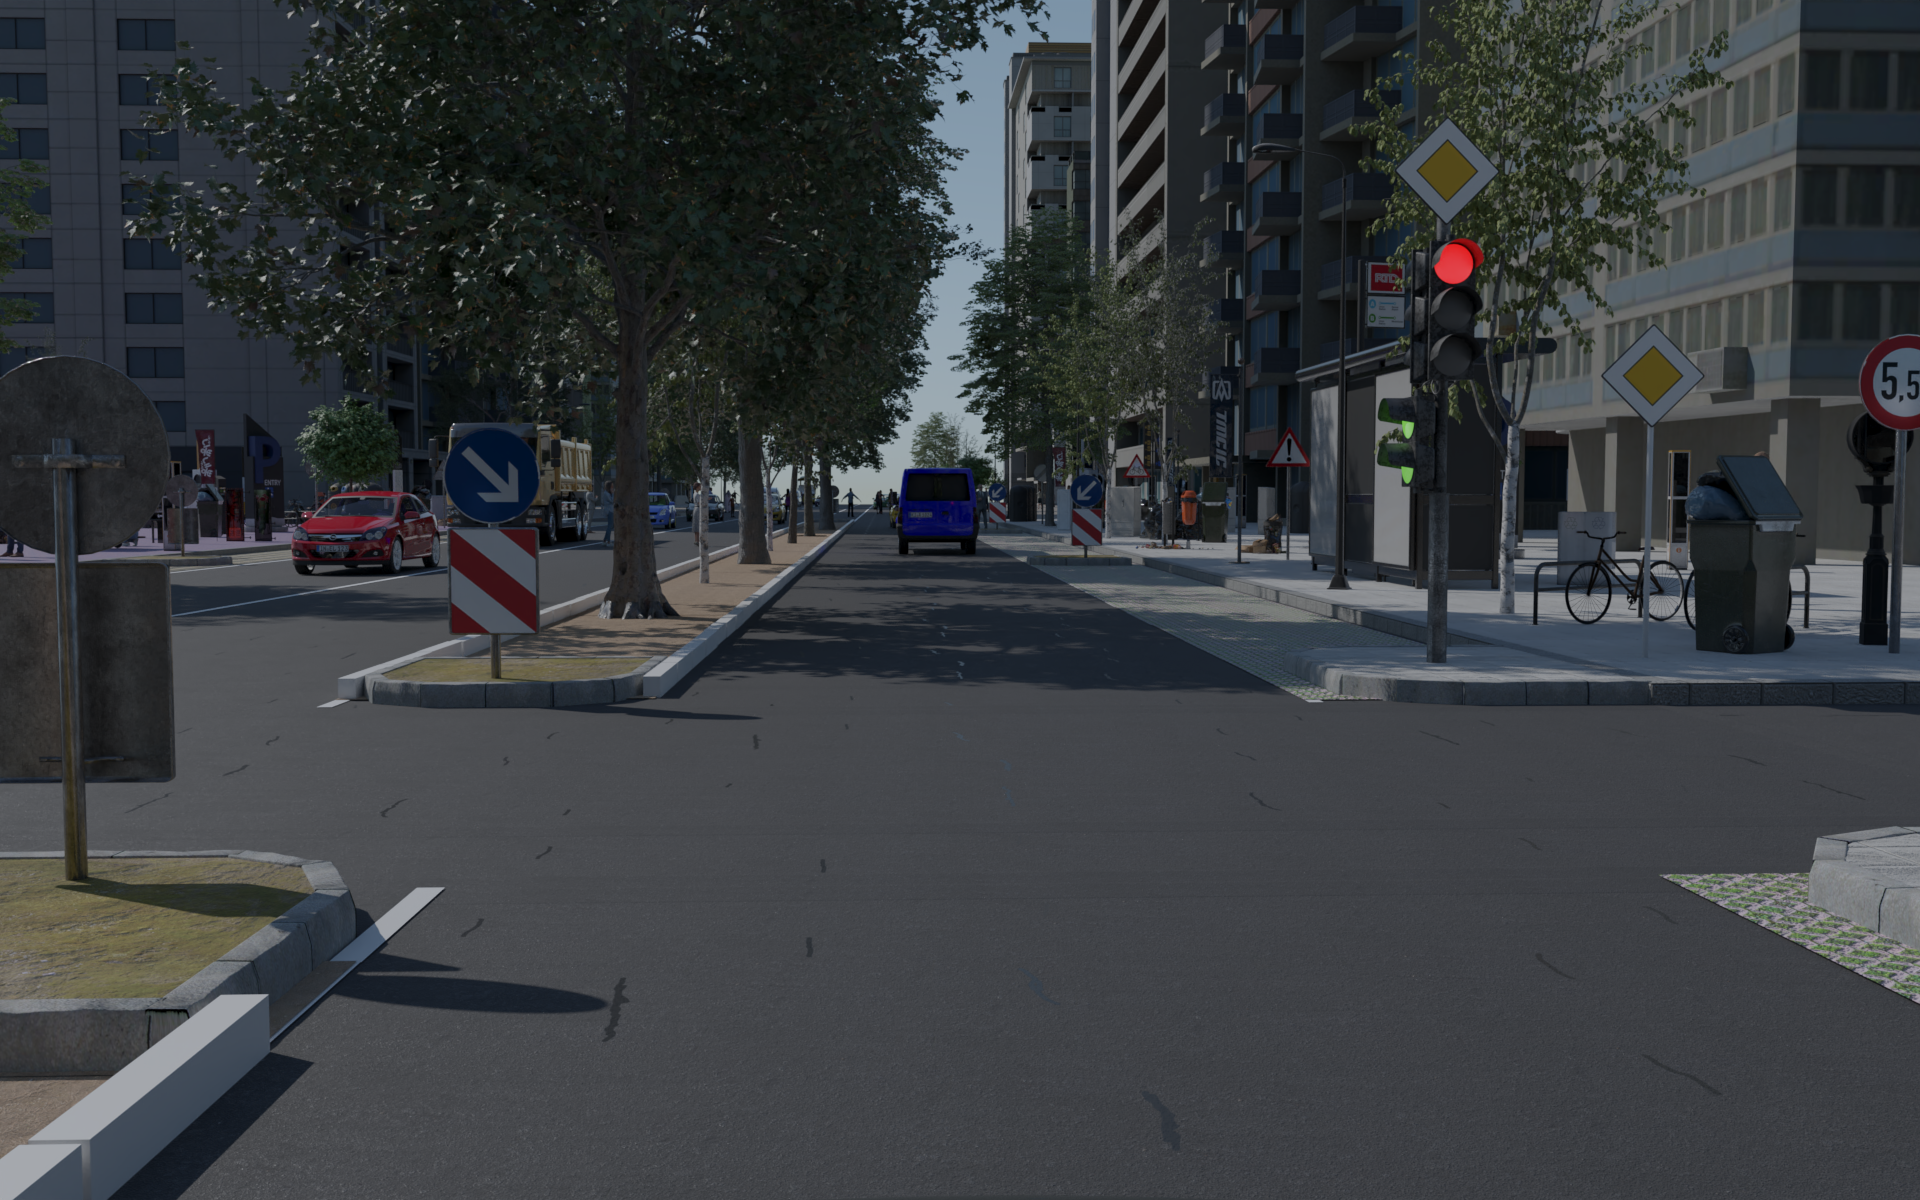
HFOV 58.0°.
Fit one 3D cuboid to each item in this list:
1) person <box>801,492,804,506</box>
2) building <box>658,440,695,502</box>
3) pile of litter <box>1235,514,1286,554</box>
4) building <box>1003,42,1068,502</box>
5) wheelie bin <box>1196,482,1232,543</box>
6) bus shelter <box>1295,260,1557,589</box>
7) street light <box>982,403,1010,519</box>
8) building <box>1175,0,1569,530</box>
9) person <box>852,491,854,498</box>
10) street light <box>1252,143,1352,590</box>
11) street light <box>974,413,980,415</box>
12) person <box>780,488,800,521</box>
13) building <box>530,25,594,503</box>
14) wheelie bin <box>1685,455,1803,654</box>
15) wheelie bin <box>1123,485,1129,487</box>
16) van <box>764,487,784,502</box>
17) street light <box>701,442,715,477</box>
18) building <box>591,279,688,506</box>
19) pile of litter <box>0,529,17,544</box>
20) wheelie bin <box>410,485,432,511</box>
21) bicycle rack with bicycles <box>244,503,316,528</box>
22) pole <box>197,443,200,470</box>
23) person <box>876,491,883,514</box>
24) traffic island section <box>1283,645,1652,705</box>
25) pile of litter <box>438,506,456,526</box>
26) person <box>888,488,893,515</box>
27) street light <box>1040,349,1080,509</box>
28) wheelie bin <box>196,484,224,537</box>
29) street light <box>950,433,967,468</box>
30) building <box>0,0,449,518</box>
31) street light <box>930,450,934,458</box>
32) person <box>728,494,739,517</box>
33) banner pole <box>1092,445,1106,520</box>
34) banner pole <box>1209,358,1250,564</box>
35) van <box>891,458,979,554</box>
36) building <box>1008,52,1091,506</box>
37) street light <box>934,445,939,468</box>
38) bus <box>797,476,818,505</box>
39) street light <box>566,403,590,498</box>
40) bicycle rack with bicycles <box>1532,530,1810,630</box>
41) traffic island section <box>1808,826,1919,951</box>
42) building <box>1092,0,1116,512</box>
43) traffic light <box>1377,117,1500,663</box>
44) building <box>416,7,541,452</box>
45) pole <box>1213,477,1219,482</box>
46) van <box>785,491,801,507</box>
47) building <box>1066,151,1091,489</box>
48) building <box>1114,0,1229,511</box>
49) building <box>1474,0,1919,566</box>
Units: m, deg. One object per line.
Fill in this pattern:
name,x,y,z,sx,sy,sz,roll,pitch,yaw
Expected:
person,-19.506,-12.484,213.528,0.530,1.710,0.541,0,4,1
building,-43.415,-35.729,234.276,14.600,45.320,14.200,0,4,-2
pile of litter,6.576,-1.452,37.701,1.176,0.858,1.719,1,4,15
building,16.374,-42.302,233.641,21.231,58.520,28.212,0,4,-2
wheelie bin,6.727,-2.316,45.782,0.980,1.594,0.693,1,4,19
bus shelter,6.757,-3.048,27.467,2.179,5.291,8.768,0,4,-3
street light,1.927,-7.064,88.034,1.470,5.913,1.316,0,4,-2
building,22.361,-25.659,74.142,22.147,44.769,28.867,0,4,-2
person,-11.672,-10.991,188.725,0.721,1.766,1.217,0,4,1
street light,4.570,-3.095,23.145,1.470,5.913,1.316,0,4,-2
street light,1.476,-7.753,99.305,1.470,5.913,1.316,0,4,-2
person,-9.223,-5.133,93.101,1.217,1.739,0.721,0,4,5
building,-38.818,-28.136,143.622,14.154,41.232,14.086,0,4,-2
wheelie bin,6.349,-0.380,14.127,0.980,1.594,0.693,-2,4,-31
wheelie bin,6.059,-3.389,63.313,0.693,1.594,0.980,-1,4,-10
van,-11.331,-5.791,101.693,2.013,2.044,4.112,0,4,-4
street light,-22.451,-11.085,153.785,1.470,5.913,1.316,0,4,-2
building,-50.902,-31.997,215.035,32.217,40.220,23.993,0,4,-2
pile of litter,-24.970,-1.874,44.611,1.176,0.858,1.719,-2,4,-35
wheelie bin,-19.894,-3.422,63.852,0.693,1.594,0.980,1,4,17
bicycle rack with bicycles,-25.627,-3.258,66.647,2.925,0.926,2.852,1,4,18
pole,-28.688,-4.379,65.438,0.158,3.312,0.155,0,3,0
person,-5.733,-6.935,123.351,0.593,1.643,0.415,0,4,5
traffic island section,3.655,0.555,13.207,2.009,0.180,2.903,0,4,-2
pile of litter,-20.604,-3.420,69.885,1.176,0.858,1.719,2,4,28
person,-4.602,-6.592,116.368,0.705,1.812,1.348,1,4,17
street light,3.251,-5.079,55.585,1.470,5.913,1.316,0,4,-2
wheelie bin,-22.307,-2.663,51.452,0.693,1.594,0.980,-1,4,-10
street light,-0.046,-9.750,131.953,1.470,5.913,1.316,0,4,-2
building,-39.901,-40.217,95.802,20.563,71.187,20.611,0,4,-2
street light,-2.123,-12.840,182.479,1.470,5.913,1.316,0,4,-2
person,-13.926,-5.778,106.230,0.557,1.426,1.065,2,4,27
banner pole,6.982,-5.863,85.881,0.401,3.779,0.863,1,4,23
banner pole,4.945,-2.558,31.842,0.863,3.779,0.401,-1,4,-18
van,-0.603,-2.357,42.920,2.240,2.365,5.245,0,4,-2
building,20.955,-37.734,206.185,28.713,52.752,27.495,0,4,-2
street light,-1.442,-11.734,164.390,1.470,5.913,1.316,0,4,-2
bus,-20.893,-15.037,237.403,2.896,3.916,12.252,0,4,-3
street light,-19.598,-7.099,88.606,1.470,5.913,1.316,0,4,-2
bicycle rack with bicycles,7.069,-0.204,16.718,2.925,0.926,2.852,-2,4,-34
traffic island section,3.996,1.043,5.229,2.009,0.180,2.903,0,4,-2
building,20.174,-35.786,127.098,21.231,58.520,28.212,0,4,-2
traffic light,3.615,-1.478,13.091,0.839,4.253,0.868,0,4,-2
building,-41.892,-28.558,121.545,22.147,44.769,28.867,0,4,-2
pole,10.600,-4.763,71.726,0.158,3.312,0.155,0,3,0
van,-18.968,-11.604,196.732,2.013,2.044,4.112,0,4,-1
building,15.928,-23.071,148.913,14.160,30.474,14.107,0,4,-2
building,21.202,-29.288,102.564,21.300,48.544,21.600,0,4,-2
building,25.815,-21.064,36.281,23.993,40.220,32.217,0,4,-2
